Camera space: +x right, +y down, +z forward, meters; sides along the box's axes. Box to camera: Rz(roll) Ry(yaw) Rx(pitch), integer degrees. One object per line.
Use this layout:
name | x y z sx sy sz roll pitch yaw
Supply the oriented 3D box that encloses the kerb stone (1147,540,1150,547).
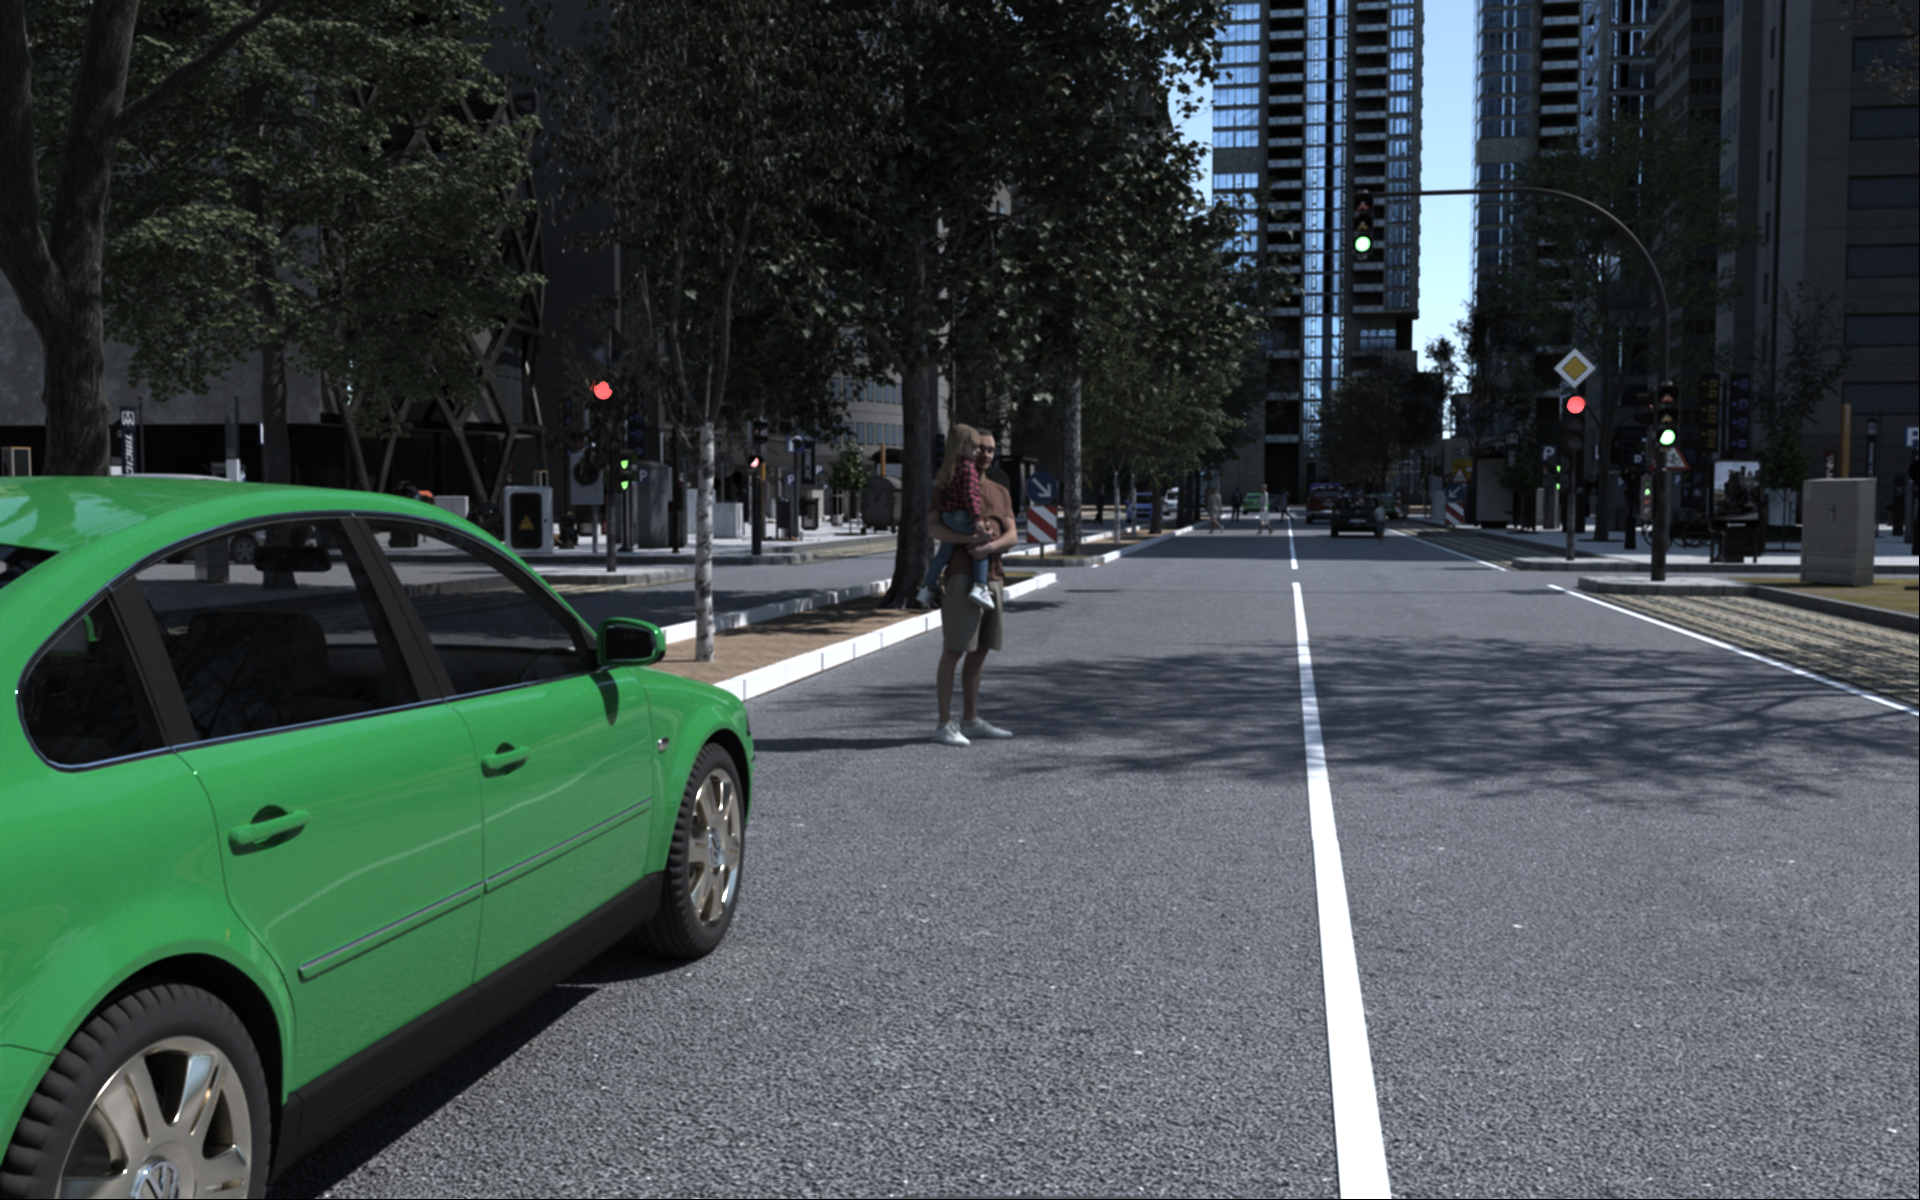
kerb stone | 4.908 -1.471 46.248 0.120 0.150 1.000 1 4 11

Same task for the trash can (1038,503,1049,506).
trash can | 4.614 -5.158 95.991 0.748 1.137 0.748 0 3 0

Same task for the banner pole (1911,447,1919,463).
banner pole | 37.198 -4.723 67.233 0.401 3.779 0.863 -1 4 -11

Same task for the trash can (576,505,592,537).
trash can | -11.337 -2.500 52.533 0.748 1.137 0.748 0 3 0

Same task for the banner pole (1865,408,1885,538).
banner pole | 26.640 -3.698 50.483 0.863 3.779 0.401 -2 4 -29

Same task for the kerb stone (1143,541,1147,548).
kerb stone | 4.721 -1.401 45.243 0.120 0.150 1.000 1 4 11

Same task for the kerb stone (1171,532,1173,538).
kerb stone | 6.616 -2.025 55.304 0.120 0.150 1.000 1 4 11

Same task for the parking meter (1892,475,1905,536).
parking meter | 28.810 -2.901 53.144 0.255 1.863 0.399 3 4 37

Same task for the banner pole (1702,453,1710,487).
banner pole | 33.546 -5.391 78.153 0.863 3.779 0.401 0 4 -2

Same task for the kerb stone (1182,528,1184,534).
kerb stone | 7.753 -2.390 61.346 0.120 0.150 1.000 1 4 11

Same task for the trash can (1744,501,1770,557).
trash can | 16.246 -1.467 35.632 0.748 1.137 0.748 0 3 0

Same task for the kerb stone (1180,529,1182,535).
kerb stone | 7.570 -2.333 60.336 0.120 0.150 1.000 1 4 11

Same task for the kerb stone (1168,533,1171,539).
kerb stone | 6.428 -1.963 54.297 0.120 0.150 1.000 1 4 11

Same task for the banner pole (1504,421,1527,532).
banner pole | 19.109 -4.250 59.498 0.863 3.779 0.401 2 4 28

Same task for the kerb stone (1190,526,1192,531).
kerb stone | 8.704 -2.704 66.399 0.120 0.150 1.000 1 4 11

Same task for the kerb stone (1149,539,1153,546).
kerb stone | 5.098 -1.533 47.252 0.120 0.150 1.000 1 4 11

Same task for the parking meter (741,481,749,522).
parking meter | -9.765 -4.461 78.649 0.399 1.863 0.255 0 4 7

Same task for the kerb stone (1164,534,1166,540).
kerb stone | 6.054 -1.839 52.287 0.120 0.150 1.000 1 4 11

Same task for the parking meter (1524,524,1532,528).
parking meter | 21.490 -3.659 65.533 0.255 1.863 0.399 -1 4 -14

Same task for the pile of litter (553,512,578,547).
pile of litter | -10.007 -1.776 43.003 1.176 0.858 1.719 0 4 4

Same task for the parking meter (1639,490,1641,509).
parking meter | 40.890 -5.831 103.750 0.372 1.533 0.369 0 3 0

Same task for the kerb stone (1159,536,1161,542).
kerb stone | 5.668 -1.717 50.273 0.120 0.150 1.000 1 4 11

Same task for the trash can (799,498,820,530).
trash can | -5.373 -3.075 61.937 0.748 1.137 0.748 0 3 0

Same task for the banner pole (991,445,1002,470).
banner pole | 1.474 -5.339 77.306 0.863 3.779 0.401 1 4 8

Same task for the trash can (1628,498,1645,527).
trash can | 26.305 -3.404 67.315 0.748 1.137 0.748 0 3 0

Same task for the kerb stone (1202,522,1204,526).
kerb stone | 10.419 -3.258 75.488 0.120 0.150 1.000 1 4 11

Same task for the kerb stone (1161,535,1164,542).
kerb stone | 5.858 -1.779 51.283 0.120 0.150 1.000 1 4 11

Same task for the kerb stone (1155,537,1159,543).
kerb stone | 5.478 -1.655 49.261 0.120 0.150 1.000 1 4 11

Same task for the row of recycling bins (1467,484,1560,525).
row of recycling bins | 23.238 -4.028 72.974 3.534 1.692 1.069 1 4 11

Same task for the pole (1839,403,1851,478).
pole | 19.882 -2.759 38.953 0.158 3.312 0.155 0 3 0

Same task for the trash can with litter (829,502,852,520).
trash can with litter | -5.900 -4.535 85.529 1.055 1.170 0.624 -3 4 -37

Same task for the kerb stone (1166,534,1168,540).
kerb stone | 6.234 -1.900 53.293 0.120 0.150 1.000 1 4 11

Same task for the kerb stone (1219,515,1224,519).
kerb stone | 14.791 -4.677 98.671 0.120 0.150 1.000 1 4 11

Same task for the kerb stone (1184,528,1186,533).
kerb stone | 7.944 -2.454 62.357 0.120 0.150 1.000 1 4 11

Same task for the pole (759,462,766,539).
pole | -5.671 -3.408 49.564 0.158 3.312 0.155 0 3 0

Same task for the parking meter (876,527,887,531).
parking meter | -2.751 -3.348 60.449 0.399 1.863 0.255 2 4 32

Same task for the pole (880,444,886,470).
pole | -3.151 -4.714 70.919 0.158 3.312 0.155 0 3 0

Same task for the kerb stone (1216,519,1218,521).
kerb stone | 13.267 -4.185 90.617 0.120 0.150 1.000 1 4 11

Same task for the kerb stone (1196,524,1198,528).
kerb stone | 9.471 -2.943 70.432 0.120 0.150 1.000 1 4 11

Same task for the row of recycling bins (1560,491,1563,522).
row of recycling bins | 27.665 -4.481 80.383 1.069 1.692 3.534 0 4 -7

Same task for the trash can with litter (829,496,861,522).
trash can with litter | -5.691 -4.218 80.026 1.678 1.210 2.233 -3 4 -38

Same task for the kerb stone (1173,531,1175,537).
kerb stone | 6.806 -2.087 56.310 0.120 0.150 1.000 1 4 11

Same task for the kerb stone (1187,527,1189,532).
kerb stone | 8.322 -2.580 64.374 0.120 0.150 1.000 1 4 11

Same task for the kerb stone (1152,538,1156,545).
kerb stone | 5.289 -1.593 48.256 0.120 0.150 1.000 1 4 11

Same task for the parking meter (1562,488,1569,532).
parking meter | 20.362 -3.031 57.966 0.372 1.533 0.369 0 3 0

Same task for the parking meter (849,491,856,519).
parking meter | -5.474 -4.892 88.399 0.372 1.533 0.369 0 3 0

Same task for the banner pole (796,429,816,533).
banner pole | -5.107 -4.069 56.552 0.863 3.779 0.401 1 4 16

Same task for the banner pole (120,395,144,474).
banner pole | -20.826 -3.285 43.720 0.401 3.779 0.863 2 4 24

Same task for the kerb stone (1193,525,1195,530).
kerb stone | 9.081 -2.825 68.414 0.120 0.150 1.000 1 4 11

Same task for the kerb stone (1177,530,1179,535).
kerb stone | 7.184 -2.210 58.328 0.120 0.150 1.000 1 4 11

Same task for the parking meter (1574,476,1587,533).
parking meter | 20.297 -3.117 56.672 0.399 1.863 0.255 1 4 23

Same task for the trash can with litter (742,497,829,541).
trash can with litter | -5.059 -2.243 47.738 2.233 1.210 1.678 3 5 42

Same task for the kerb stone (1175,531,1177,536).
kerb stone | 7.000 -2.147 57.323 0.120 0.150 1.000 1 4 11

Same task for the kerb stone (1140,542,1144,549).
kerb stone | 4.532 -1.348 44.238 0.120 0.150 1.000 1 4 11
